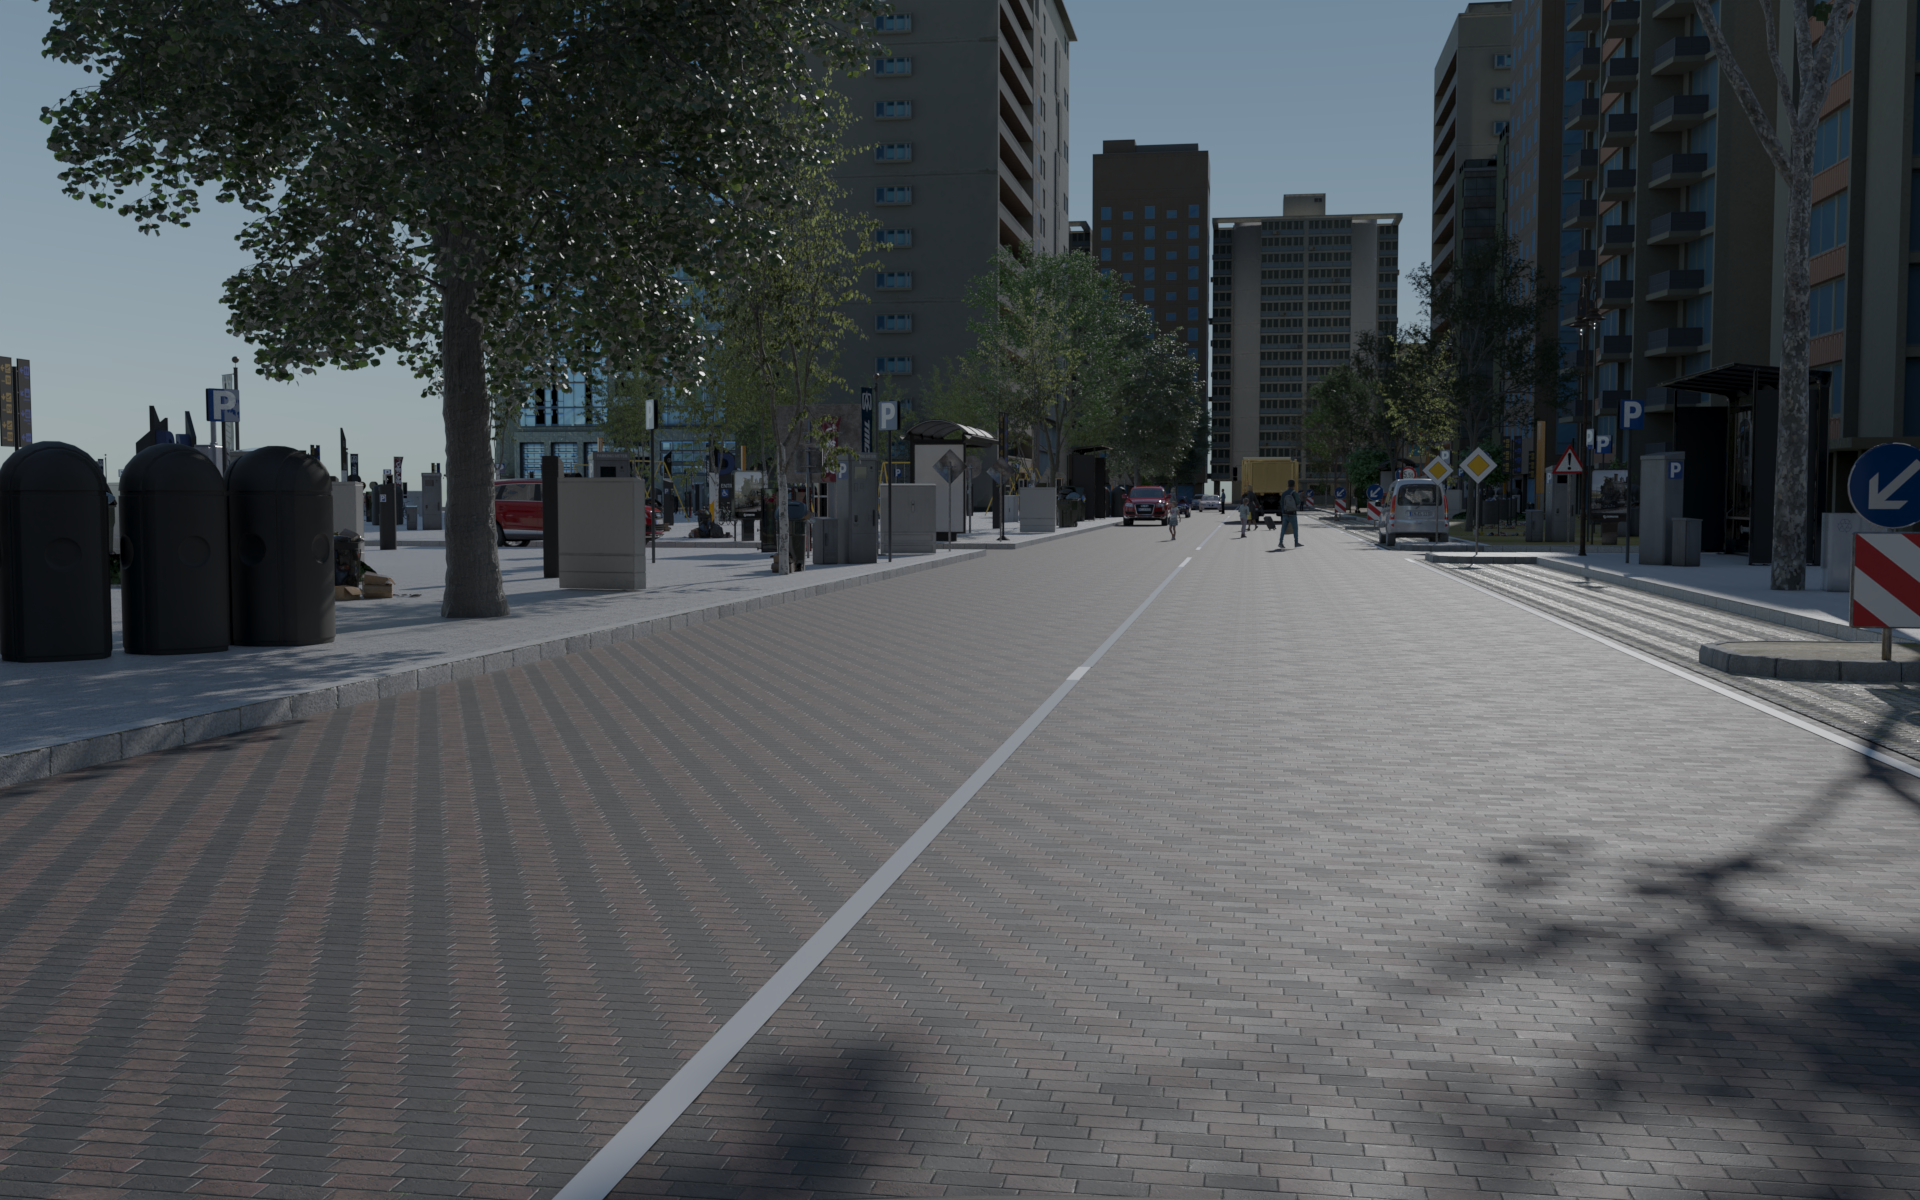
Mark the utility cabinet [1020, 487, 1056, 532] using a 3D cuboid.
[{"bbox_3d":[2.576,-2.963,57.126,1.173,1.500,0.318,1,4,10],"label":"utility cabinet"}]

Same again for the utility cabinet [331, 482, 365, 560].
[{"bbox_3d":[-11.254,-1.360,30.911,1.173,1.500,0.318,1,4,8],"label":"utility cabinet"}]

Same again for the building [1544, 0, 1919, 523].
[{"bbox_3d":[47.369,-27.223,99.715,22.147,44.769,28.867,1,4,9],"label":"building"}]

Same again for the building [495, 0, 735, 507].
[{"bbox_3d":[-32.860,-53.106,180.952,31.000,86.520,22.319,1,4,9],"label":"building"}]

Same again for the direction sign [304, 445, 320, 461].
[{"bbox_3d":[-29.606,-5.359,79.611,0.379,3.537,0.876,0,4,7],"label":"direction sign"}]

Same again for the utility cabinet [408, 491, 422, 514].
[{"bbox_3d":[-34.739,-6.240,110.703,1.173,1.500,0.318,0,4,-7],"label":"utility cabinet"}]

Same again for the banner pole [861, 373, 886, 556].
[{"bbox_3d":[-1.841,-2.803,35.838,0.401,3.779,0.863,2,4,27],"label":"banner pole"}]

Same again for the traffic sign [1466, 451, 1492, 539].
[{"bbox_3d":[14.919,-3.045,49.890,0.768,2.556,0.104,1,4,16],"label":"traffic sign"}]

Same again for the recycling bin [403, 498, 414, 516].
[{"bbox_3d":[-33.181,-5.576,103.723,0.722,1.027,0.722,2,4,34],"label":"recycling bin"}]

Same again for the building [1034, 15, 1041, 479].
[{"bbox_3d":[-0.714,-30.661,151.418,14.600,45.320,14.200,1,4,9],"label":"building"}]

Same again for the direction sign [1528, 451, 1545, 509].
[{"bbox_3d":[30.066,-6.018,90.398,0.379,3.537,0.876,-3,5,-44],"label":"direction sign"}]

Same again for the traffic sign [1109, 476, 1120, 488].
[{"bbox_3d":[10.706,-7.333,120.003,0.768,2.556,0.104,1,4,12],"label":"traffic sign"}]

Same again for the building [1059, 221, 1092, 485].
[{"bbox_3d":[6.529,-33.091,232.925,23.993,40.220,32.217,1,4,9],"label":"building"}]

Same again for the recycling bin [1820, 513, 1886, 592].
[{"bbox_3d":[11.817,-0.631,22.870,0.722,1.027,0.722,1,4,18],"label":"recycling bin"}]

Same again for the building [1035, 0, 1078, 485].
[{"bbox_3d":[-3.324,-35.823,174.944,27.495,52.752,28.713,1,4,9],"label":"building"}]

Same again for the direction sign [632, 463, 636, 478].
[{"bbox_3d":[-23.644,-8.177,125.687,0.379,3.537,0.876,-2,4,-26],"label":"direction sign"}]

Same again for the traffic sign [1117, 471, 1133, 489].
[{"bbox_3d":[9.270,-5.960,97.444,0.884,2.594,0.081,1,4,16],"label":"traffic sign"}]

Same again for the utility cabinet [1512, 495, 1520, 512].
[{"bbox_3d":[34.266,-5.855,106.895,0.306,1.237,1.020,0,4,2],"label":"utility cabinet"}]

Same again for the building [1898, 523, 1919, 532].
[{"bbox_3d":[43.012,-24.758,59.422,28.867,44.769,22.147,1,4,9],"label":"building"}]

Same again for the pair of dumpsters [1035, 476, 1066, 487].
[{"bbox_3d":[4.704,-5.358,90.099,1.574,2.255,4.437,1,4,10],"label":"pair of dumpsters"}]

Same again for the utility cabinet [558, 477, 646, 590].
[{"bbox_3d":[-4.776,-0.884,23.125,1.173,1.500,0.318,1,4,22],"label":"utility cabinet"}]

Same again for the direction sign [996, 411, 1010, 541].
[{"bbox_3d":[1.196,-3.417,47.868,0.379,3.537,0.876,1,4,17],"label":"direction sign"}]

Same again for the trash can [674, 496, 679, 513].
[{"bbox_3d":[-19.875,-6.650,120.379,0.748,1.137,0.748,0,3,0],"label":"trash can"}]

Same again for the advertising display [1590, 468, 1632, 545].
[{"bbox_3d":[16.407,-2.353,43.690,0.974,1.923,0.123,2,4,25],"label":"advertising display"}]

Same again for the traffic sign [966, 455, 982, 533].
[{"bbox_3d":[0.329,-3.479,56.987,0.768,2.556,0.104,1,4,19],"label":"traffic sign"}]

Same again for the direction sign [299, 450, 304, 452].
[{"bbox_3d":[-33.567,-5.952,89.312,0.876,3.537,0.379,-2,4,-23],"label":"direction sign"}]

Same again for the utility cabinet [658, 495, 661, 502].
[{"bbox_3d":[-17.880,-5.527,101.531,0.306,1.237,1.020,-3,4,-38],"label":"utility cabinet"}]

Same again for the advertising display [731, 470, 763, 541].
[{"bbox_3d":[-5.798,-2.574,47.294,0.974,1.923,0.123,-3,5,-42],"label":"advertising display"}]

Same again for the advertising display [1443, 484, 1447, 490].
[{"bbox_3d":[30.603,-6.445,110.588,0.974,1.923,0.123,3,5,41],"label":"advertising display"}]

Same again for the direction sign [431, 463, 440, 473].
[{"bbox_3d":[-37.939,-8.160,125.420,0.379,3.537,0.876,2,4,27],"label":"direction sign"}]

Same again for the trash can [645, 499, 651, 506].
[{"bbox_3d":[-8.979,-2.240,48.278,0.748,1.137,0.748,0,3,0],"label":"trash can"}]

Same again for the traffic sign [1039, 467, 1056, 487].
[{"bbox_3d":[4.143,-5.009,81.908,0.884,2.594,0.081,1,4,17],"label":"traffic sign"}]

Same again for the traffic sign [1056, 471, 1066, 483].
[{"bbox_3d":[5.615,-5.964,97.614,0.768,2.556,0.104,1,4,15],"label":"traffic sign"}]

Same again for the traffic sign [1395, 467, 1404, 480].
[{"bbox_3d":[20.768,-4.955,81.127,0.768,2.556,0.104,1,4,15],"label":"traffic sign"}]

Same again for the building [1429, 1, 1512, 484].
[{"bbox_3d":[57.629,-33.262,167.536,21.300,48.544,21.600,1,4,9],"label":"building"}]

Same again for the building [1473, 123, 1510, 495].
[{"bbox_3d":[49.208,-22.336,136.898,14.160,30.474,14.107,1,4,9],"label":"building"}]

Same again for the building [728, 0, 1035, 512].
[{"bbox_3d":[-6.106,-31.215,134.074,21.300,48.544,21.600,1,4,9],"label":"building"}]

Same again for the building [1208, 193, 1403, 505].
[{"bbox_3d":[44.812,-32.716,226.793,23.993,40.220,32.217,1,4,9],"label":"building"}]

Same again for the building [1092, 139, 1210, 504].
[{"bbox_3d":[24.555,-34.935,221.301,14.200,45.320,14.600,1,4,9],"label":"building"}]

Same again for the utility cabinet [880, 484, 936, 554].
[{"bbox_3d":[-1.104,-1.717,36.749,1.173,1.500,0.318,0,4,-6],"label":"utility cabinet"}]

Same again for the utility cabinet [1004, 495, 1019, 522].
[{"bbox_3d":[2.263,-4.172,79.372,0.306,1.237,1.020,-2,4,-35],"label":"utility cabinet"}]

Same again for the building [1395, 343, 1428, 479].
[{"bbox_3d":[70.536,-22.986,220.868,28.899,21.520,27.650,1,4,9],"label":"building"}]

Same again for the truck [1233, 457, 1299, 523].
[{"bbox_3d":[16.031,-5.767,90.218,3.469,3.379,9.791,0,4,8],"label":"truck"}]

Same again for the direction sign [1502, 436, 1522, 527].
[{"bbox_3d":[21.479,-4.615,67.446,0.379,3.537,0.876,-2,4,-35],"label":"direction sign"}]

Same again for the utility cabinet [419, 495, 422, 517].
[{"bbox_3d":[-30.368,-5.368,98.924,1.020,1.237,0.306,-1,4,-14],"label":"utility cabinet"}]

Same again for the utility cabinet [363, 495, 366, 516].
[{"bbox_3d":[-40.036,-6.421,116.143,1.020,1.237,0.306,0,4,-7],"label":"utility cabinet"}]

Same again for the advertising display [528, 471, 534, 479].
[{"bbox_3d":[-12.130,-2.680,49.038,0.123,1.923,0.974,-1,4,-16],"label":"advertising display"}]

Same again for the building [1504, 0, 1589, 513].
[{"bbox_3d":[46.955,-28.892,122.497,14.600,45.320,14.200,1,4,9],"label":"building"}]

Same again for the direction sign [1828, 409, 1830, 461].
[{"bbox_3d":[23.189,-3.326,46.379,0.379,3.537,0.876,1,4,22],"label":"direction sign"}]

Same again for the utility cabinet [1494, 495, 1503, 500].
[{"bbox_3d":[34.939,-6.180,112.198,1.020,1.237,0.306,-3,5,-44],"label":"utility cabinet"}]

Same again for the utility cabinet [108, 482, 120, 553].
[{"bbox_3d":[-15.807,-1.477,32.830,0.318,1.500,1.173,-3,5,-40],"label":"utility cabinet"}]

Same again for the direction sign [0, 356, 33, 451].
[{"bbox_3d":[-15.697,-2.254,28.843,0.379,3.537,0.876,0,4,2],"label":"direction sign"}]

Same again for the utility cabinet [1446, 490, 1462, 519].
[{"bbox_3d":[25.115,-4.900,88.794,1.173,1.500,0.318,3,5,40],"label":"utility cabinet"}]

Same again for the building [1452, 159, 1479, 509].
[{"bbox_3d":[50.158,-23.200,151.016,14.160,30.474,14.107,1,4,9],"label":"building"}]
